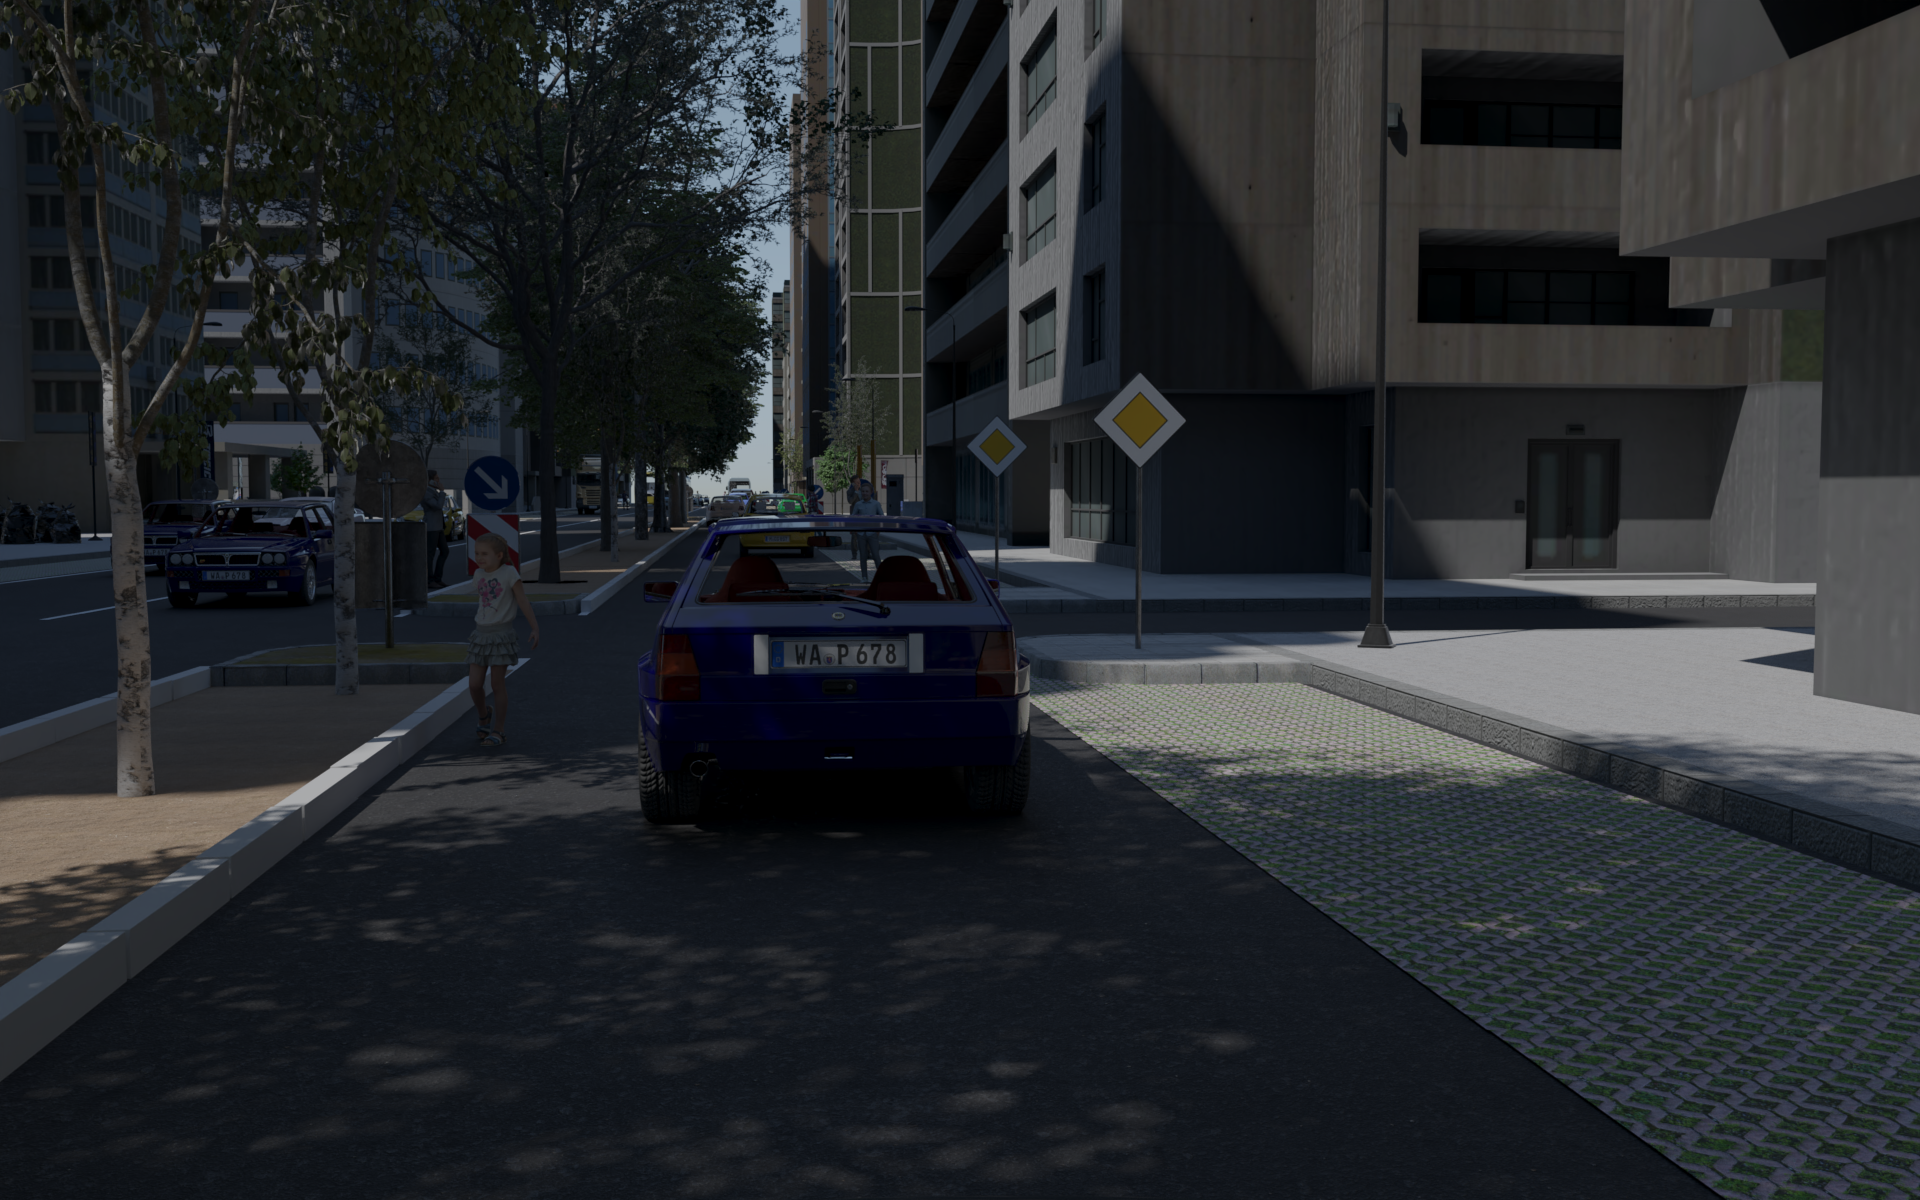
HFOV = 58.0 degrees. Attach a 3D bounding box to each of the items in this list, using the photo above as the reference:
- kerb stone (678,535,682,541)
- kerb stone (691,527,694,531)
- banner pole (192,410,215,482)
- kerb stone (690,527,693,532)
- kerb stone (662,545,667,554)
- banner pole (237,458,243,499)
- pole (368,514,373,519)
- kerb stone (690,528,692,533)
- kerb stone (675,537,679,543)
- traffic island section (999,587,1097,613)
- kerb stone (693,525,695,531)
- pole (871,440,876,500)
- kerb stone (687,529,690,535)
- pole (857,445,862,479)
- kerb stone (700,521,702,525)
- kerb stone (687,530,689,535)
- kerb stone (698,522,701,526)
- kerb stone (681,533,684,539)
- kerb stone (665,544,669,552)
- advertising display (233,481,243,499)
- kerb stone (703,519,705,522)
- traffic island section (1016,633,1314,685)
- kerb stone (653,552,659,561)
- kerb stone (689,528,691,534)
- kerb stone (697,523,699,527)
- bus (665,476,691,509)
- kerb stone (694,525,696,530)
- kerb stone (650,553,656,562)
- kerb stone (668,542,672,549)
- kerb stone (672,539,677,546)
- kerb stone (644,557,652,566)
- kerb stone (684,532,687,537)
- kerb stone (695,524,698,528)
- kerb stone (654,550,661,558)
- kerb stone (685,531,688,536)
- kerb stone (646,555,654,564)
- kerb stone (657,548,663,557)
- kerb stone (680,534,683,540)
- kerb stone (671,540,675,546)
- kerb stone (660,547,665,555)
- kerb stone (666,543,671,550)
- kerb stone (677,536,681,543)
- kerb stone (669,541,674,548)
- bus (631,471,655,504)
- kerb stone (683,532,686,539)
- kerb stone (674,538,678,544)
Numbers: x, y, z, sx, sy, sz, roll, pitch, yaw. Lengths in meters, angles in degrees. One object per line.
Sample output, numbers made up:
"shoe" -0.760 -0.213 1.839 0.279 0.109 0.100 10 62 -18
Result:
"kerb stone" -8.313 -1.750 50.872 0.120 0.150 1.000 0 4 -7
"kerb stone" -9.864 -2.501 63.081 0.120 0.150 1.000 0 4 -7
"banner pole" -22.662 -3.780 51.815 0.863 3.779 0.401 0 4 6
"kerb stone" -9.737 -2.437 62.067 0.120 0.150 1.000 0 4 -7
"kerb stone" -7.021 -1.132 40.696 0.120 0.150 1.000 0 4 -7
"banner pole" -35.289 -5.803 84.894 0.401 3.779 0.863 -3 4 -38
"pole" -29.994 -5.762 88.055 0.158 3.312 0.155 0 3 0
"kerb stone" -9.603 -2.375 61.049 0.120 0.150 1.000 0 4 -7
"kerb stone" -8.063 -1.627 48.842 0.120 0.150 1.000 0 4 -7
"traffic island section" 0.493 -0.002 22.310 2.009 0.180 2.903 0 4 -7
"kerb stone" -10.117 -2.624 65.116 0.120 0.150 1.000 0 4 -7
"pole" -3.256 -4.365 65.211 0.158 3.312 0.155 0 3 0
"kerb stone" -9.346 -2.247 59.021 0.120 0.150 1.000 0 4 -7
"pole" -4.180 -4.794 72.221 0.158 3.312 0.155 0 3 0
"kerb stone" -11.407 -3.246 75.278 0.120 0.150 1.000 0 4 -7
"kerb stone" -9.220 -2.190 58.003 0.120 0.150 1.000 0 4 -7
"kerb stone" -11.151 -3.119 73.250 0.120 0.150 1.000 0 4 -7
"kerb stone" -8.572 -1.878 52.903 0.120 0.150 1.000 0 4 -7
"kerb stone" -7.154 -1.194 41.721 0.120 0.150 1.000 0 4 -7
"advertising display" -36.537 -5.036 87.559 0.974 1.923 0.123 3 5 40
"kerb stone" -12.183 -3.620 81.374 0.120 0.150 1.000 0 4 -7
"traffic island section" 1.497 0.483 14.388 2.009 0.180 2.903 0 4 -7
"kerb stone" -6.515 -0.877 36.633 0.120 0.150 1.000 0 4 -7
"kerb stone" -9.471 -2.314 60.036 0.120 0.150 1.000 0 4 -7
"kerb stone" -10.769 -2.936 70.206 0.120 0.150 1.000 0 4 -7
"bus" -27.063 -10.384 164.642 2.948 3.499 13.247 0 4 -7
"kerb stone" -10.248 -2.687 66.133 0.120 0.150 1.000 0 4 -7
"kerb stone" -6.387 -0.821 35.618 0.120 0.150 1.000 0 4 -7
"kerb stone" -7.410 -1.318 43.752 0.120 0.150 1.000 0 4 -7
"kerb stone" -7.798 -1.504 46.803 0.120 0.150 1.000 0 4 -7
"kerb stone" -6.116 -0.697 33.586 0.120 0.150 1.000 0 4 -7
"kerb stone" -8.832 -2.003 54.945 0.120 0.150 1.000 0 4 -7
"kerb stone" -10.502 -2.811 68.172 0.120 0.150 1.000 0 4 -7
"kerb stone" -6.632 -0.945 37.654 0.120 0.150 1.000 0 4 -7
"kerb stone" -8.955 -2.066 55.967 0.120 0.150 1.000 0 4 -7
"kerb stone" -6.251 -0.759 34.599 0.120 0.150 1.000 0 4 -7
"kerb stone" -6.771 -1.006 38.667 0.120 0.150 1.000 0 4 -7
"kerb stone" -8.439 -1.814 51.890 0.120 0.150 1.000 0 4 -7
"kerb stone" -7.672 -1.443 45.789 0.120 0.150 1.000 0 4 -7
"kerb stone" -6.891 -1.069 39.682 0.120 0.150 1.000 0 4 -7
"kerb stone" -7.285 -1.252 42.738 0.120 0.150 1.000 0 4 -7
"kerb stone" -8.190 -1.692 49.856 0.120 0.150 1.000 0 4 -7
"kerb stone" -7.538 -1.381 44.769 0.120 0.150 1.000 0 4 -7
"bus" -33.830 -12.048 188.526 2.896 3.916 12.252 0 4 -6
"kerb stone" -8.700 -1.940 53.917 0.120 0.150 1.000 0 4 -7
"kerb stone" -7.928 -1.567 47.824 0.120 0.150 1.000 0 4 -7
